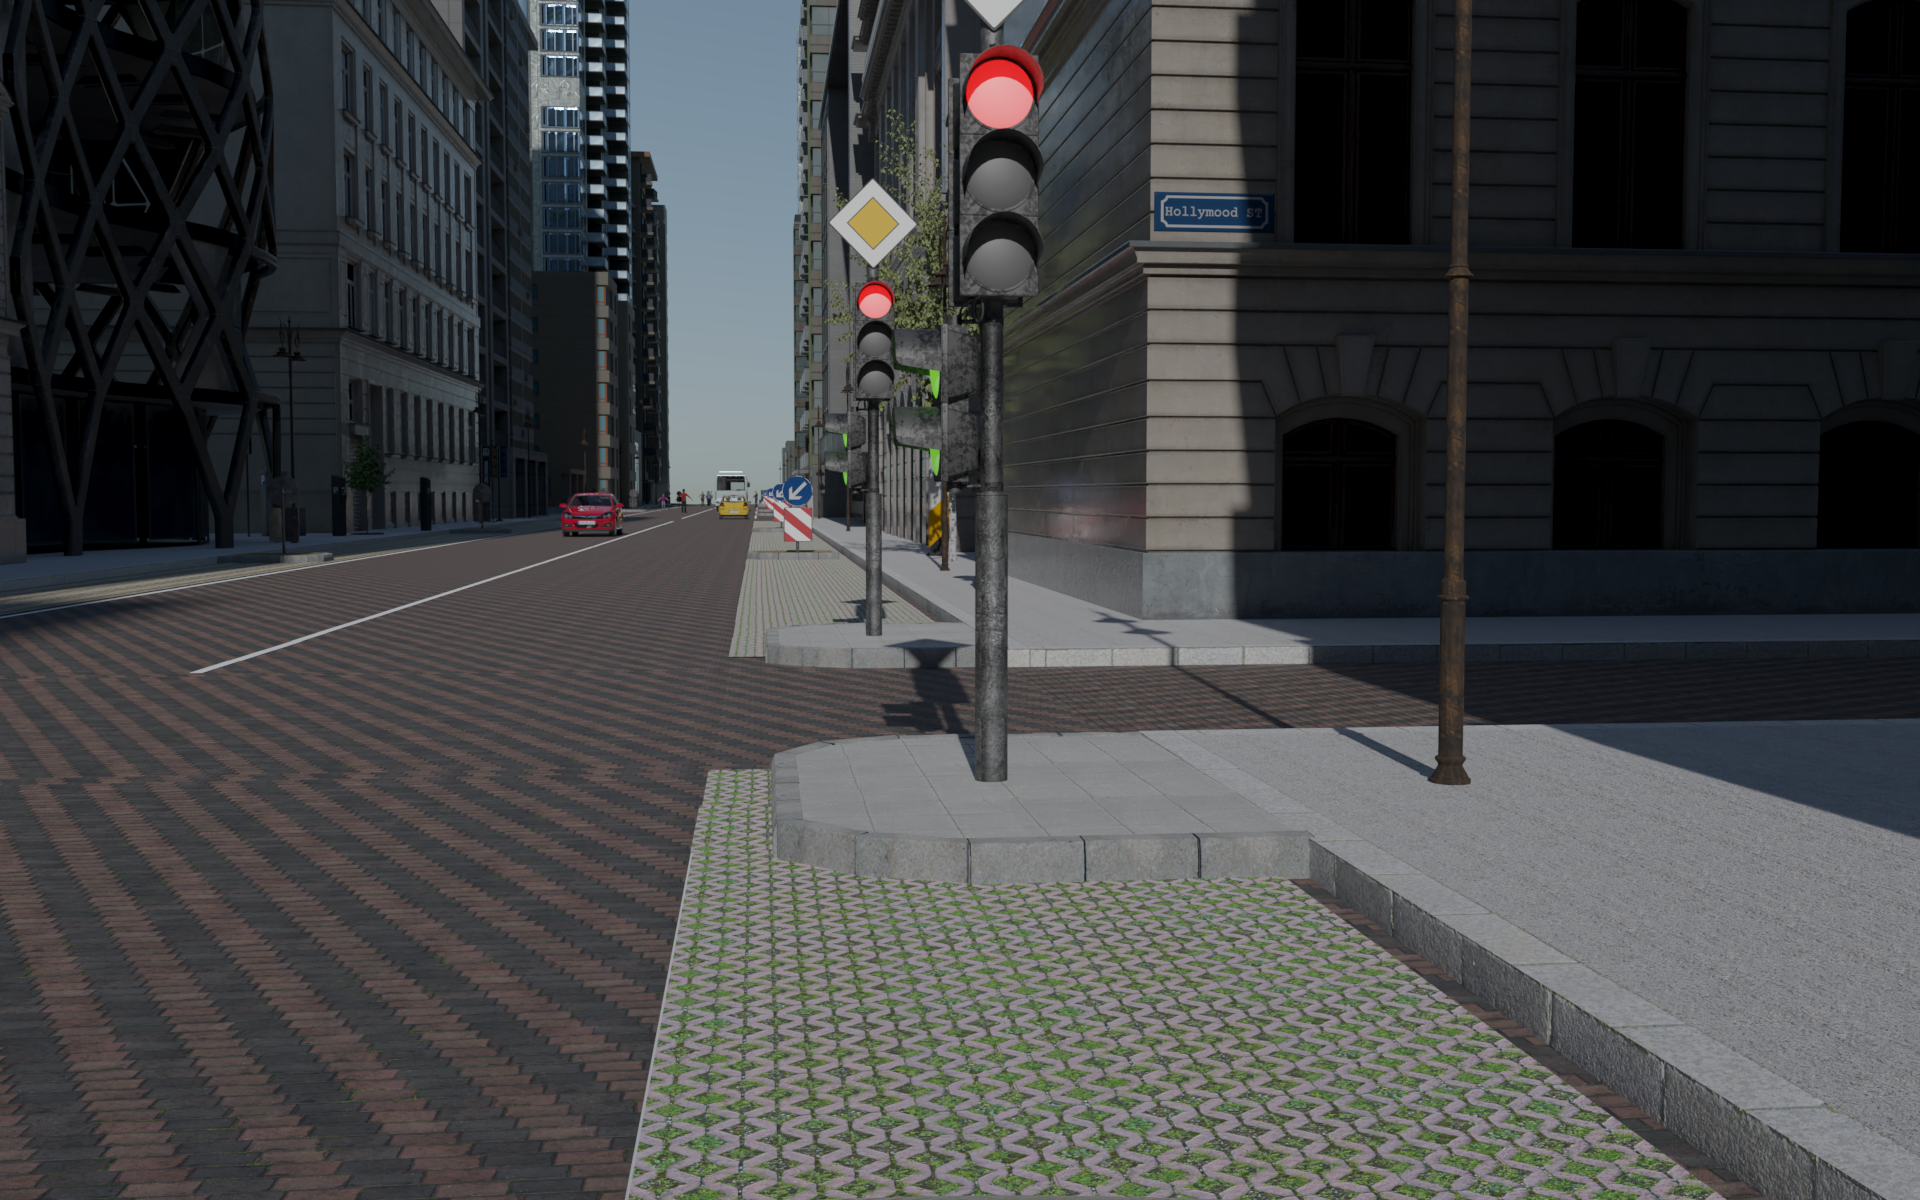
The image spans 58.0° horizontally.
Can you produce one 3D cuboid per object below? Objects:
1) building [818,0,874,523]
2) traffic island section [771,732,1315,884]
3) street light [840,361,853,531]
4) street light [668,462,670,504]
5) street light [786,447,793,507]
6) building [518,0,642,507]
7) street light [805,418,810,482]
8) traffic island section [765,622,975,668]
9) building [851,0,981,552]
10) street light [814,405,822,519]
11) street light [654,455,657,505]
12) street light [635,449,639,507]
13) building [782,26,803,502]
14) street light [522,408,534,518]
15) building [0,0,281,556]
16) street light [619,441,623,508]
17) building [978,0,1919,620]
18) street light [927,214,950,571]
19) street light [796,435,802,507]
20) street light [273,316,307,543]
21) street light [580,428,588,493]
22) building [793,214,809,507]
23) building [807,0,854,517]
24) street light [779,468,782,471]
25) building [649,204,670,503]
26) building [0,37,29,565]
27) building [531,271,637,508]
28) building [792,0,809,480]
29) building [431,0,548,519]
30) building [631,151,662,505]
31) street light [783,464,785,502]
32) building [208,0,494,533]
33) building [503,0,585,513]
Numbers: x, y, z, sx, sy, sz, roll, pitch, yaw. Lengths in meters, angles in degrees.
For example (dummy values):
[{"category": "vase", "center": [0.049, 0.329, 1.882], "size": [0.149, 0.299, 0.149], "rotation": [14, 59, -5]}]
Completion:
[{"category": "building", "center": [1.400, -15.743, 76.470], "size": [14.314, 24.678, 30.058], "rotation": [0, 4, -7]}, {"category": "traffic island section", "center": [0.163, 0.887, 7.779], "size": [2.009, 0.180, 2.903], "rotation": [0, 4, -7]}, {"category": "street light", "center": [-3.867, -5.317, 59.726], "size": [0.468, 5.910, 1.993], "rotation": [0, 4, -7]}, {"category": "street light", "center": [-39.251, -15.966, 233.838], "size": [0.468, 5.910, 1.993], "rotation": [0, 4, -7]}, {"category": "street light", "center": [-16.214, -11.828, 166.175], "size": [0.468, 5.910, 1.993], "rotation": [0, 4, -7]}, {"category": "building", "center": [-45.234, -53.291, 183.971], "size": [22.319, 86.520, 31.000], "rotation": [0, 4, -7]}, {"category": "street light", "center": [-9.180, -8.108, 105.347], "size": [0.468, 5.910, 1.993], "rotation": [0, 4, -7]}, {"category": "traffic island section", "center": [-0.757, 0.402, 15.712], "size": [2.009, 0.180, 2.903], "rotation": [0, 4, -7]}, {"category": "building", "center": [4.169, -12.715, 49.688], "size": [13.314, 21.916, 24.055], "rotation": [0, 4, -7]}, {"category": "street light", "center": [-7.341, -7.170, 90.015], "size": [0.468, 5.910, 1.993], "rotation": [0, 4, -7]}, {"category": "street light", "center": [-35.740, -14.114, 203.553], "size": [0.468, 5.910, 1.993], "rotation": [0, 4, -7]}, {"category": "street light", "center": [-32.259, -12.257, 173.186], "size": [0.468, 5.910, 1.993], "rotation": [0, 4, -7]}, {"category": "building", "center": [-12.822, -56.304, 233.234], "size": [22.319, 86.520, 31.000], "rotation": [0, 4, -7]}, {"category": "street light", "center": [-22.784, -7.261, 91.497], "size": [0.468, 5.910, 1.993], "rotation": [0, 4, -7]}, {"category": "building", "center": [-25.440, -10.590, 40.604], "size": [16.820, 18.784, 16.811], "rotation": [0, 4, -7]}, {"category": "street light", "center": [-29.822, -10.980, 152.309], "size": [0.468, 5.910, 1.993], "rotation": [0, 4, -7]}, {"category": "building", "center": [18.082, -12.528, 23.922], "size": [34.723, 24.649, 14.460], "rotation": [0, 4, -7]}, {"category": "street light", "center": [-0.253, -3.426, 28.808], "size": [0.468, 5.910, 1.993], "rotation": [0, 4, -7]}, {"category": "street light", "center": [-12.622, -9.960, 135.639], "size": [0.468, 5.910, 1.993], "rotation": [0, 4, -7]}, {"category": "street light", "center": [-17.428, -4.427, 45.170], "size": [0.468, 5.910, 1.993], "rotation": [0, 4, -7]}, {"category": "street light", "center": [-26.405, -9.127, 122.013], "size": [0.468, 5.910, 1.993], "rotation": [0, 4, -7]}, {"category": "building", "center": [-10.395, -25.059, 181.414], "size": [14.160, 30.474, 14.107], "rotation": [0, 4, -7]}, {"category": "building", "center": [-1.943, -25.575, 101.743], "size": [14.154, 41.232, 14.086], "rotation": [0, 4, -7]}, {"category": "street light", "center": [-22.153, -15.002, 218.065], "size": [0.468, 5.910, 1.993], "rotation": [0, 4, -7]}, {"category": "building", "center": [-47.404, -33.863, 237.252], "size": [14.154, 41.232, 14.086], "rotation": [0, 4, -7]}, {"category": "building", "center": [-21.030, -9.636, 22.172], "size": [10.561, 19.102, 19.286], "rotation": [0, 4, -7]}, {"category": "building", "center": [-42.744, -18.516, 147.769], "size": [27.650, 21.520, 28.899], "rotation": [0, 4, -7]}, {"category": "building", "center": [-2.755, -32.545, 151.713], "size": [23.786, 49.044, 30.456], "rotation": [0, 4, -7]}, {"category": "building", "center": [-34.611, -40.310, 97.323], "size": [20.563, 71.187, 20.611], "rotation": [0, 4, -7]}, {"category": "building", "center": [-48.887, -34.282, 215.134], "size": [22.147, 44.769, 28.867], "rotation": [0, 4, -7]}, {"category": "street light", "center": [-18.602, -13.089, 186.790], "size": [0.468, 5.910, 1.993], "rotation": [0, 4, -7]}, {"category": "building", "center": [-29.046, -14.441, 69.398], "size": [16.112, 22.955, 30.059], "rotation": [0, 4, -7]}, {"category": "building", "center": [-43.083, -26.191, 120.102], "size": [32.217, 40.220, 23.993], "rotation": [0, 4, -7]}]
